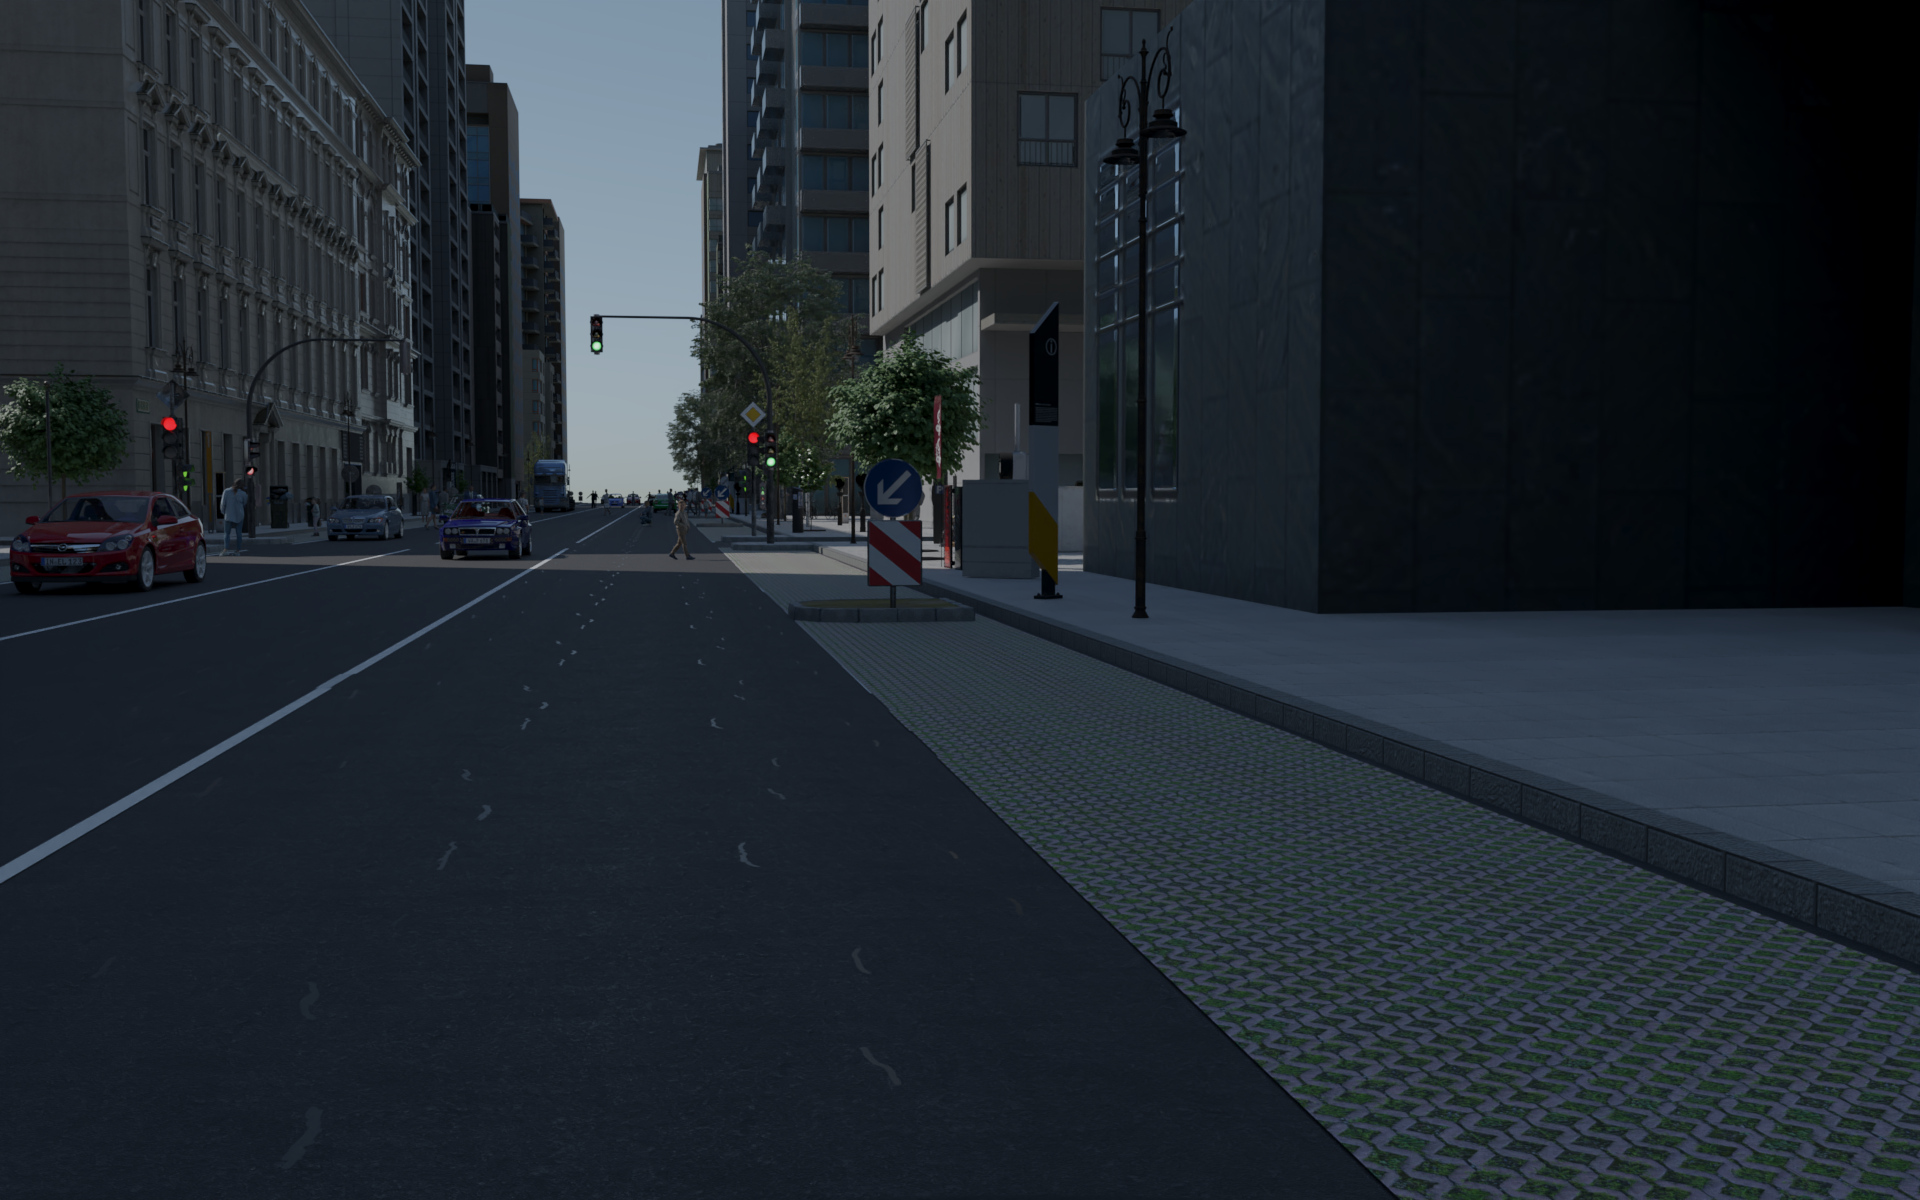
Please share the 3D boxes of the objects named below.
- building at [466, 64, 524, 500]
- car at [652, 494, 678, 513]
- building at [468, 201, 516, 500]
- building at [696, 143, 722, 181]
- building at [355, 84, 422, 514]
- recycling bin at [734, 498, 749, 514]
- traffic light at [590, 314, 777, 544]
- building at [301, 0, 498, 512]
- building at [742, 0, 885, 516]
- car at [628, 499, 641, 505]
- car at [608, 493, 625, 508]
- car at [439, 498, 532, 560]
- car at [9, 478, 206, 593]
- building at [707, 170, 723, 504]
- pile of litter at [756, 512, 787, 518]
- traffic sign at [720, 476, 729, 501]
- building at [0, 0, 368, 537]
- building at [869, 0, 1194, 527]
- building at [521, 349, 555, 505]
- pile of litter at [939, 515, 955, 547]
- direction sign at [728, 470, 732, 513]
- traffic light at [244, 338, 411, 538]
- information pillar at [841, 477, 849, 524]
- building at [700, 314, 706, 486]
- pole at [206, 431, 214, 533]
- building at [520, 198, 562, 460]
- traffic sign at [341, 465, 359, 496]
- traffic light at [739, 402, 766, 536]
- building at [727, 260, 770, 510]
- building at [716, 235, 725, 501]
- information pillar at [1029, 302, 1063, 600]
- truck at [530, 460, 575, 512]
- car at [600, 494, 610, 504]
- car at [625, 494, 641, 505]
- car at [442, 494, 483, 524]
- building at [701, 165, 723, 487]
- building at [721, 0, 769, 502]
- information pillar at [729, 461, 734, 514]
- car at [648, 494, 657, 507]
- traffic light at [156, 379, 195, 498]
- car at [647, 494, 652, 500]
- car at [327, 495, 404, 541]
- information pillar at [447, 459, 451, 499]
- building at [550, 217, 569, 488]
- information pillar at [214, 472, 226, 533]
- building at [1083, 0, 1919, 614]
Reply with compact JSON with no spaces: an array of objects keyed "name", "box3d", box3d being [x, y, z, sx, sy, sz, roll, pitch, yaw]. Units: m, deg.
[{"name":"building","box3d":[-54.348,-32.675,184.353,14.600,45.320,14.200,-1,4,-10]},{"name":"car","box3d":[-22.555,-7.562,132.438,1.959,1.807,4.718,-1,4,-9]},{"name":"building","box3d":[-51.712,-24.380,170.318,14.160,30.474,14.107,-1,4,-10]},{"name":"building","box3d":[-24.310,-40.909,258.098,28.713,52.752,27.495,-1,4,-10]},{"name":"building","box3d":[-41.181,-19.424,104.967,14.401,28.519,23.554,-1,4,-10]},{"name":"recycling bin","box3d":[-13.806,-5.937,109.621,0.722,1.027,0.722,2,4,26]},{"name":"traffic light","box3d":[-6.988,-4.259,44.299,4.771,5.953,1.251,-1,4,-10]},{"name":"building","box3d":[-51.935,-43.621,151.456,20.563,71.187,20.611,-1,4,-10]},{"name":"building","box3d":[-2.075,-30.211,113.551,23.786,49.044,30.456,-1,4,-10]},{"name":"car","box3d":[-44.712,-13.766,237.661,1.945,1.354,3.894,-1,4,-9]},{"name":"car","box3d":[-35.426,-10.309,178.142,1.945,1.707,3.694,-1,4,-8]},{"name":"car","box3d":[-10.718,-1.631,39.246,1.945,1.354,3.894,-1,4,-9]},{"name":"car","box3d":[-12.970,-1.069,26.525,2.155,1.783,4.494,-1,4,-8]},{"name":"building","box3d":[-25.256,-32.951,222.348,14.154,41.232,14.086,-1,4,-10]},{"name":"pile of litter","box3d":[-10.096,-4.783,92.160,1.719,0.858,1.176,1,4,9]},{"name":"traffic sign","box3d":[-16.691,-7.532,123.253,0.768,2.556,0.104,0,4,-6]},{"name":"building","box3d":[-36.403,-18.046,71.471,17.030,29.872,44.131,-1,4,-10]},{"name":"building","box3d":[10.836,-29.302,68.320,27.495,52.752,28.713,-1,4,-10]},{"name":"building","box3d":[-66.443,-22.920,219.784,27.650,21.520,28.899,-1,4,-10]},{"name":"pile of litter","box3d":[0.210,-1.746,42.511,1.719,0.858,1.176,-2,4,-24]},{"name":"direction sign","box3d":[-15.313,-7.519,114.940,0.379,3.537,0.876,0,4,-3]},{"name":"traffic light","box3d":[-18.500,-4.644,50.589,4.771,5.953,1.251,-1,4,-10]},{"name":"information pillar","box3d":[-5.002,-4.323,75.181,0.304,2.012,0.304,-1,4,-16]},{"name":"building","box3d":[-34.628,-30.971,278.074,14.160,30.474,14.107,-1,4,-10]},{"name":"pole","box3d":[-24.423,-3.824,56.369,0.158,3.312,0.155,0,3,0]},{"name":"building","box3d":[-68.922,-36.286,247.901,22.147,44.769,28.867,-1,4,-10]},{"name":"traffic sign","box3d":[-26.680,-4.629,75.782,0.768,2.556,0.104,0,4,-4]},{"name":"traffic light","box3d":[-6.297,-3.899,52.663,0.839,4.253,0.868,-1,4,-10]},{"name":"building","box3d":[-3.767,-27.958,149.001,32.217,40.220,23.993,-1,4,-10]},{"name":"building","box3d":[-20.378,-25.922,195.518,14.160,30.474,14.107,-1,4,-10]},{"name":"information pillar","box3d":[1.028,-1.817,21.055,0.183,3.616,0.504,3,5,42]},{"name":"truck","box3d":[-33.233,-9.327,142.250,2.967,4.110,18.799,-1,4,-10]},{"name":"car","box3d":[-50.548,-14.585,248.245,2.009,1.686,4.222,0,4,-8]},{"name":"car","box3d":[-43.263,-13.469,229.263,2.155,1.783,4.494,-1,4,-11]},{"name":"car","box3d":[-22.921,-4.205,80.546,2.131,1.459,4.920,-1,4,-11]},{"name":"building","box3d":[-28.056,-35.869,236.568,14.600,45.320,14.200,-1,4,-10]},{"name":"building","box3d":[-13.210,-38.640,173.769,21.231,58.520,28.212,-1,4,-10]},{"name":"information pillar","box3d":[-14.778,-7.391,112.191,0.183,3.616,0.504,2,4,26]},{"name":"car","box3d":[-32.576,-10.805,186.449,2.009,1.686,4.222,-1,4,-10]},{"name":"traffic light","box3d":[-19.191,-3.267,42.332,0.839,4.253,0.868,-1,4,-10]},{"name":"car","box3d":[-44.833,-14.892,253.262,2.009,1.686,4.222,-1,4,-10]},{"name":"car","box3d":[-18.743,-2.614,54.736,2.014,1.417,4.499,-1,4,-9]},{"name":"information pillar","box3d":[-34.013,-7.582,115.325,0.183,3.616,0.504,-3,5,-42]},{"name":"building","box3d":[-68.793,-37.904,269.842,14.600,45.320,14.200,-1,4,-10]},{"name":"information pillar","box3d":[-24.501,-3.236,57.398,0.304,2.012,0.304,-1,4,-16]},{"name":"building","box3d":[15.669,-42.824,12.840,22.319,86.520,31.000,-1,4,-10]}]
